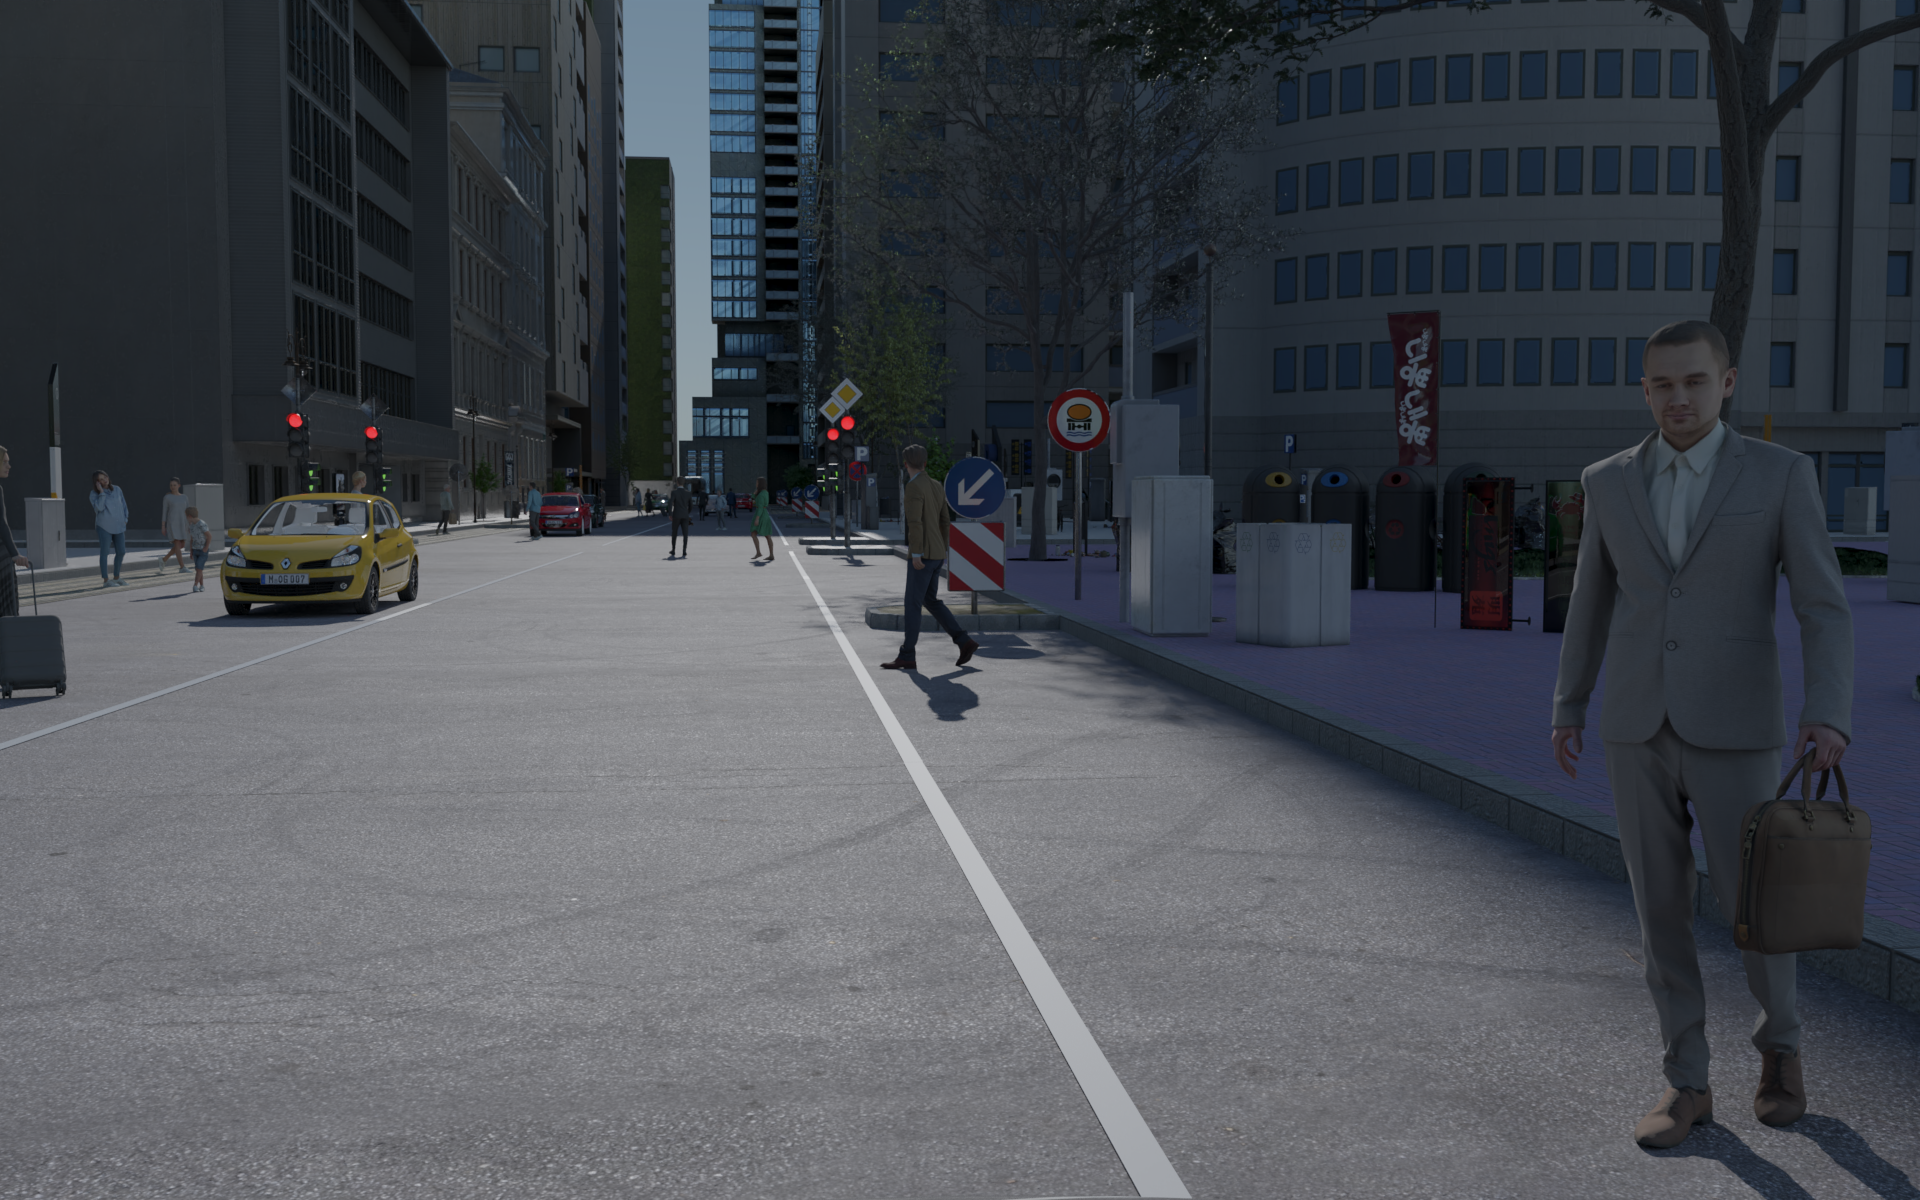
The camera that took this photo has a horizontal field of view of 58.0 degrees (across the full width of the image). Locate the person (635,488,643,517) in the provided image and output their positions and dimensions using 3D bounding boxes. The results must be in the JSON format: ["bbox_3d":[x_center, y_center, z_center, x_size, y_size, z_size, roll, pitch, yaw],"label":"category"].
[{"bbox_3d":[-20.079,-6.090,108.329,0.793,1.790,0.793,2,4,31],"label":"person"}]

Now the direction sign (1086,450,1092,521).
[{"bbox_3d":[6.239,-5.631,84.061,0.379,3.537,0.876,1,4,21],"label":"direction sign"}]

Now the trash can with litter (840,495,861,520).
[{"bbox_3d":[-5.374,-4.696,87.837,2.233,1.210,1.678,-3,5,-44],"label":"trash can with litter"}]

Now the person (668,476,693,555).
[{"bbox_3d":[-6.582,-1.973,40.536,0.659,1.850,0.755,-2,4,-25],"label":"person"}]

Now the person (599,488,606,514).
[{"bbox_3d":[-23.803,-6.541,115.250,0.447,1.846,0.655,-1,4,-12],"label":"person"}]

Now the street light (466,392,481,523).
[{"bbox_3d":[-21.732,-6.402,77.462,0.468,5.910,1.993,0,4,-7],"label":"street light"}]

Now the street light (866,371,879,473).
[{"bbox_3d":[-3.285,-5.633,64.887,0.468,5.910,1.993,0,4,-7],"label":"street light"}]

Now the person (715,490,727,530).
[{"bbox_3d":[-9.542,-3.579,68.834,0.589,1.601,0.330,3,5,40],"label":"person"}]

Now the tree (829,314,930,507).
[{"bbox_3d":[-3.362,-7.325,70.132,4.360,8.622,3.978,0,3,0],"label":"tree"}]

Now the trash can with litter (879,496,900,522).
[{"bbox_3d":[-3.008,-4.176,79.339,2.233,1.210,1.678,-1,4,-12],"label":"trash can with litter"}]

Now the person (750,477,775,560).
[{"bbox_3d":[-4.278,-1.758,37.483,0.529,1.795,0.600,0,4,-4],"label":"person"}]

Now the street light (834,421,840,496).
[{"bbox_3d":[-6.769,-7.416,94.046,0.468,5.910,1.993,0,4,-7],"label":"street light"}]

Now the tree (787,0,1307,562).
[{"bbox_3d":[1.644,-7.490,32.825,12.009,13.543,11.850,0,3,0],"label":"tree"}]

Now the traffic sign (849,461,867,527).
[{"bbox_3d":[-4.002,-4.114,67.371,0.768,2.556,0.104,0,4,-3],"label":"traffic sign"}]

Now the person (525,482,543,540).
[{"bbox_3d":[-13.271,-2.790,54.135,0.620,1.820,0.660,1,4,18],"label":"person"}]

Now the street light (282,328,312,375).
[{"bbox_3d":[-18.429,-4.617,48.276,0.468,5.910,1.993,0,4,-7],"label":"street light"}]

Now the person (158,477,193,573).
[{"bbox_3d":[-14.246,-1.354,31.385,0.760,1.731,0.466,1,4,11],"label":"person"}]

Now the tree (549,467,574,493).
[{"bbox_3d":[-28.204,-7.790,121.965,1.663,3.219,1.824,0,3,0],"label":"tree"}]

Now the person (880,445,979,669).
[{"bbox_3d":[-0.260,-0.361,14.307,0.836,1.842,0.656,-1,4,-8],"label":"person"}]

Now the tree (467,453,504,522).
[{"bbox_3d":[-21.984,-5.244,80.346,1.663,3.219,1.824,0,3,0],"label":"tree"}]

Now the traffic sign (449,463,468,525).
[{"bbox_3d":[-20.761,-4.380,71.722,0.768,2.556,0.104,0,4,-4],"label":"traffic sign"}]

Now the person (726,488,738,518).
[{"bbox_3d":[-13.620,-5.797,103.459,0.721,1.800,0.419,0,4,-3],"label":"person"}]

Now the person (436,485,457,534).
[{"bbox_3d":[-18.241,-3.213,61.514,0.782,1.767,0.515,3,4,38],"label":"person"}]

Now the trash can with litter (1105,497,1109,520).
[{"bbox_3d":[7.455,-4.569,86.097,1.055,1.170,0.624,3,4,36],"label":"trash can with litter"}]

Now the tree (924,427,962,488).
[{"bbox_3d":[-0.796,-3.387,49.986,1.663,3.219,1.824,0,3,0],"label":"tree"}]

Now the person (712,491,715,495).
[{"bbox_3d":[-27.369,-11.263,192.607,0.705,1.831,1.348,-1,4,-10],"label":"person"}]

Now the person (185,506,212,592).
[{"bbox_3d":[-11.150,-0.745,25.368,0.352,1.250,0.332,-2,4,-27],"label":"person"}]

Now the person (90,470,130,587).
[{"bbox_3d":[-13.067,-1.092,26.618,0.793,1.790,0.793,0,4,-4],"label":"person"}]

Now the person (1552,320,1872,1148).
[{"bbox_3d":[1.640,0.293,3.836,0.709,1.813,0.853,2,4,35],"label":"person"}]

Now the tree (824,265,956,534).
[{"bbox_3d":[-1.972,-6.393,54.885,4.737,8.622,4.395,0,3,0],"label":"tree"}]

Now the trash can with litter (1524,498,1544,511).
[{"bbox_3d":[16.964,-2.490,52.096,1.055,1.170,0.624,0,4,-7],"label":"trash can with litter"}]

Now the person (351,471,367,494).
[{"bbox_3d":[-9.335,-1.100,26.838,0.624,1.780,0.694,-1,4,-9],"label":"person"}]

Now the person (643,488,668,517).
[{"bbox_3d":[-19.412,-6.196,110.020,1.509,1.804,0.699,1,4,14],"label":"person"}]

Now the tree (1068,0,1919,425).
[{"bbox_3d":[3.876,-4.511,8.168,7.601,10.594,8.767,3,5,43],"label":"tree"}]

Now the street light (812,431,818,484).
[{"bbox_3d":[-10.322,-9.222,123.559,0.468,5.910,1.993,0,4,-7],"label":"street light"}]

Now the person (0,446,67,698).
[{"bbox_3d":[-7.037,-0.242,12.673,0.699,1.804,1.509,-2,4,-34],"label":"person"}]

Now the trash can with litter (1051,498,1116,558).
[{"bbox_3d":[2.566,-1.500,35.588,1.678,1.210,2.233,-2,4,-25],"label":"trash can with litter"}]

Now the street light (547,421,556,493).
[{"bbox_3d":[-25.180,-8.211,107.033,0.468,5.910,1.993,0,4,-7],"label":"street light"}]

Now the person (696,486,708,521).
[{"bbox_3d":[-13.890,-5.203,93.350,0.659,1.850,0.755,0,4,-7],"label":"person"}]

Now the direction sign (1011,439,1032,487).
[{"bbox_3d":[2.542,-4.867,71.568,0.876,3.537,0.379,1,4,18],"label":"direction sign"}]

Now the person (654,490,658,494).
[{"bbox_3d":[-29.268,-9.677,166.659,1.348,1.831,0.705,1,4,21],"label":"person"}]

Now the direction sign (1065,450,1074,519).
[{"bbox_3d":[5.792,-5.898,88.432,0.876,3.537,0.379,-1,4,-19],"label":"direction sign"}]
